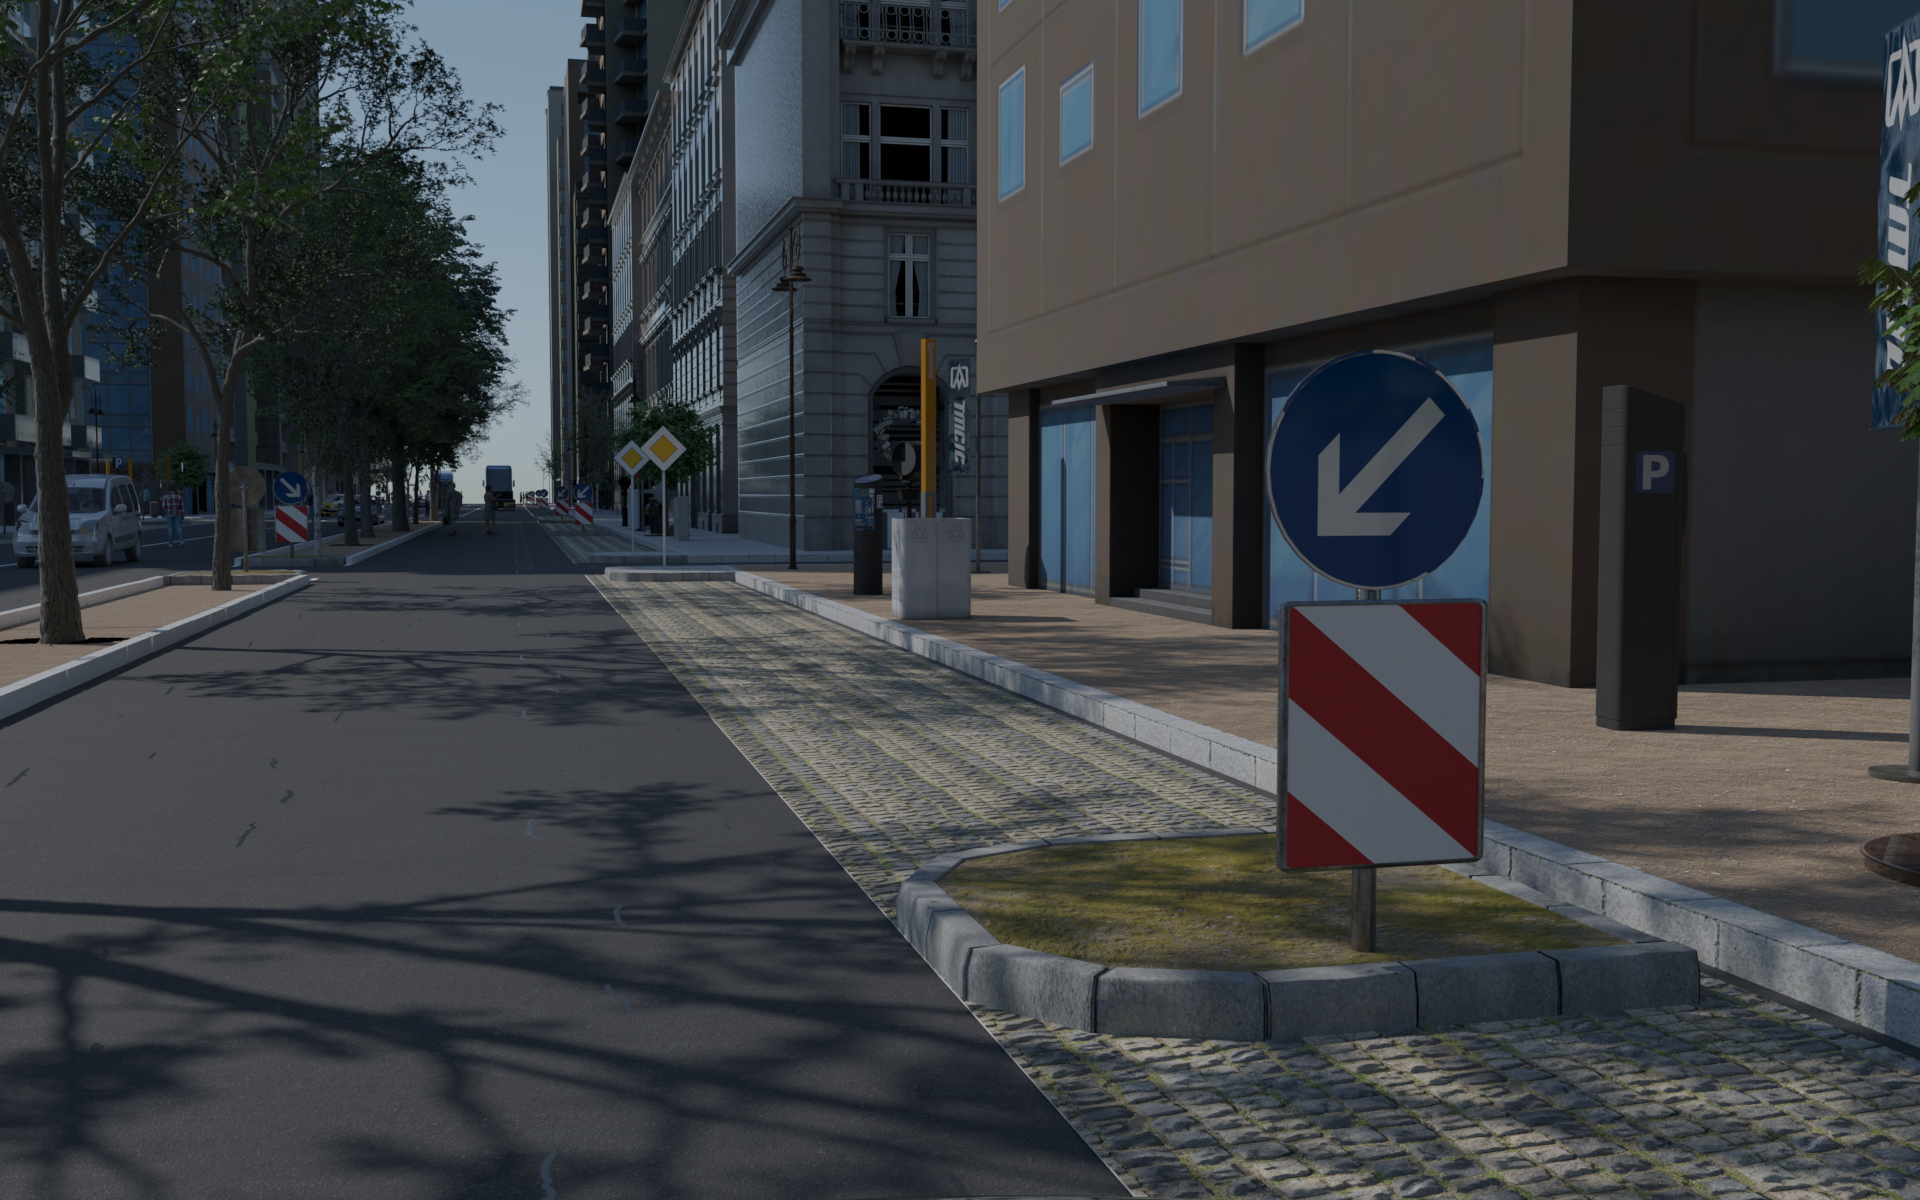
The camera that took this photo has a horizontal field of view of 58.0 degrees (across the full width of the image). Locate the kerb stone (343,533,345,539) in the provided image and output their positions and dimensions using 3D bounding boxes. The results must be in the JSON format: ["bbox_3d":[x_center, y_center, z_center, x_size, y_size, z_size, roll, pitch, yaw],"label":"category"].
[{"bbox_3d":[-19.670,-2.000,54.903,0.120,0.150,1.000,-1,4,-14],"label":"kerb stone"}]

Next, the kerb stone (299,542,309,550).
[{"bbox_3d":[-17.096,-1.393,44.976,0.120,0.150,1.000,-1,4,-14],"label":"kerb stone"}]

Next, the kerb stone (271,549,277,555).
[{"bbox_3d":[-15.562,-1.024,39.005,0.120,0.150,1.000,-1,4,-14],"label":"kerb stone"}]

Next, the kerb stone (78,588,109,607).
[{"bbox_3d":[-11.312,-0.022,22.574,0.120,0.150,1.000,-1,4,-14],"label":"kerb stone"}]

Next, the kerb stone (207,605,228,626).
[{"bbox_3d":[-8.254,0.195,19.113,0.120,0.150,1.000,-1,4,-14],"label":"kerb stone"}]

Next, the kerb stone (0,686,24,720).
[{"bbox_3d":[-6.202,0.674,11.175,0.120,0.150,1.000,-1,4,-14],"label":"kerb stone"}]

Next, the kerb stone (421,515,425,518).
[{"bbox_3d":[-32.704,-5.093,105.488,0.120,0.150,1.000,-1,4,-14],"label":"kerb stone"}]

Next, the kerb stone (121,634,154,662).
[{"bbox_3d":[-7.233,0.432,15.139,0.120,0.150,1.000,-1,4,-14],"label":"kerb stone"}]

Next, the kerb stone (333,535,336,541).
[{"bbox_3d":[-18.891,-1.815,51.929,0.120,0.150,1.000,-1,4,-14],"label":"kerb stone"}]

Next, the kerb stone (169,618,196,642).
[{"bbox_3d":[-7.740,0.310,17.128,0.120,0.150,1.000,-1,4,-14],"label":"kerb stone"}]

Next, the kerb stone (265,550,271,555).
[{"bbox_3d":[-15.307,-0.968,38.015,0.120,0.150,1.000,-1,4,-14],"label":"kerb stone"}]

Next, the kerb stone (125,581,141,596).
[{"bbox_3d":[-11.824,-0.145,24.563,0.120,0.150,1.000,-1,4,-14],"label":"kerb stone"}]

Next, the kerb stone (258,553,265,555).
[{"bbox_3d":[-15.042,-0.906,37.015,0.120,0.150,1.000,-1,4,-14],"label":"kerb stone"}]

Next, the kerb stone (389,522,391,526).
[{"bbox_3d":[-24.782,-3.214,74.751,0.120,0.150,1.000,-1,4,-14],"label":"kerb stone"}]

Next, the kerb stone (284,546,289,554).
[{"bbox_3d":[-16.063,-1.149,40.996,0.120,0.150,1.000,-1,4,-14],"label":"kerb stone"}]

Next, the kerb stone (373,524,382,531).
[{"bbox_3d":[-23.506,-2.911,69.793,0.120,0.150,1.000,-1,4,-14],"label":"kerb stone"}]

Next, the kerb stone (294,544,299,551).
[{"bbox_3d":[-16.583,-1.270,42.985,0.120,0.150,1.000,-1,4,-14],"label":"kerb stone"}]

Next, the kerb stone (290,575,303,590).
[{"bbox_3d":[-10.047,-0.237,26.065,0.120,0.150,1.000,-1,4,-14],"label":"kerb stone"}]

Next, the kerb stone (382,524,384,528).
[{"bbox_3d":[-23.760,-2.965,70.784,0.120,0.150,1.000,-1,4,-14],"label":"kerb stone"}]

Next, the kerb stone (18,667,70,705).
[{"bbox_3d":[-6.464,0.614,12.164,0.120,0.150,1.000,-1,4,-14],"label":"kerb stone"}]

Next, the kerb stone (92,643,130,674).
[{"bbox_3d":[-6.976,0.492,14.144,0.120,0.150,1.000,-1,4,-14],"label":"kerb stone"}]

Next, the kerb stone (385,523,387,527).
[{"bbox_3d":[-24.273,-3.093,72.767,0.120,0.150,1.000,-1,4,-14],"label":"kerb stone"}]

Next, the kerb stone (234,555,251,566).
[{"bbox_3d":[-14.533,-0.785,35.026,0.120,0.150,1.000,-1,4,-14],"label":"kerb stone"}]

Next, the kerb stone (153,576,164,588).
[{"bbox_3d":[-12.336,-0.266,26.544,0.120,0.150,1.000,-1,4,-14],"label":"kerb stone"}]

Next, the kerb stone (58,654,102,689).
[{"bbox_3d":[-6.717,0.553,13.154,0.120,0.150,1.000,-1,4,-14],"label":"kerb stone"}]

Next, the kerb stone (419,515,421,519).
[{"bbox_3d":[-30.917,-4.668,98.534,0.120,0.150,1.000,-1,4,-14],"label":"kerb stone"}]

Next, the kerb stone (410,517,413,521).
[{"bbox_3d":[-30.406,-4.544,96.555,0.120,0.150,1.000,-1,4,-14],"label":"kerb stone"}]

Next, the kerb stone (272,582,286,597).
[{"bbox_3d":[-9.540,-0.113,24.077,0.120,0.150,1.000,-1,4,-14],"label":"kerb stone"}]

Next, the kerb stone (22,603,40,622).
[{"bbox_3d":[-10.547,0.159,19.598,0.120,0.150,1.000,-1,4,-14],"label":"kerb stone"}]

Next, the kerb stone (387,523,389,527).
[{"bbox_3d":[-24.531,-3.154,73.761,0.120,0.150,1.000,-1,4,-14],"label":"kerb stone"}]

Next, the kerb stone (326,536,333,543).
[{"bbox_3d":[-18.638,-1.758,50.935,0.120,0.150,1.000,-1,4,-14],"label":"kerb stone"}]

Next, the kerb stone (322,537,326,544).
[{"bbox_3d":[-18.119,-1.633,48.951,0.120,0.150,1.000,-1,4,-14],"label":"kerb stone"}]

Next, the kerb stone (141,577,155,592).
[{"bbox_3d":[-12.080,-0.200,25.553,0.120,0.150,1.000,-1,4,-14],"label":"kerb stone"}]

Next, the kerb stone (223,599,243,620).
[{"bbox_3d":[-8.497,0.128,20.106,0.120,0.150,1.000,-1,4,-14],"label":"kerb stone"}]

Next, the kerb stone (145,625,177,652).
[{"bbox_3d":[-7.483,0.370,16.138,0.120,0.150,1.000,-1,4,-14],"label":"kerb stone"}]

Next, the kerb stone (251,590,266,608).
[{"bbox_3d":[-9.024,0.010,22.090,0.120,0.150,1.000,-1,4,-14],"label":"kerb stone"}]

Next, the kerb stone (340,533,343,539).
[{"bbox_3d":[-19.407,-1.940,53.916,0.120,0.150,1.000,-1,4,-14],"label":"kerb stone"}]

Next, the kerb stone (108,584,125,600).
[{"bbox_3d":[-11.575,-0.084,23.571,0.120,0.150,1.000,-1,4,-14],"label":"kerb stone"}]

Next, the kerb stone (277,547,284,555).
[{"bbox_3d":[-15.810,-1.089,39.998,0.120,0.150,1.000,-1,4,-14],"label":"kerb stone"}]

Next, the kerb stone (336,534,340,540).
[{"bbox_3d":[-19.144,-1.879,52.920,0.120,0.150,1.000,-1,4,-14],"label":"kerb stone"}]

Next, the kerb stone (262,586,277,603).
[{"bbox_3d":[-9.276,-0.055,23.090,0.120,0.150,1.000,-1,4,-14],"label":"kerb stone"}]

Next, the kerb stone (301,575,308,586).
[{"bbox_3d":[-10.303,-0.296,27.054,0.120,0.150,1.000,-1,4,-14],"label":"kerb stone"}]

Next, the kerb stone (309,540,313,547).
[{"bbox_3d":[-17.354,-1.454,45.965,0.120,0.150,1.000,-1,4,-14],"label":"kerb stone"}]

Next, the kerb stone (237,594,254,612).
[{"bbox_3d":[-8.770,0.067,21.099,0.120,0.150,1.000,-1,4,-14],"label":"kerb stone"}]

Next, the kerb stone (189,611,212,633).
[{"bbox_3d":[-7.998,0.255,18.118,0.120,0.150,1.000,-1,4,-14],"label":"kerb stone"}]

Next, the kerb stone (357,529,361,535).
[{"bbox_3d":[-21.705,-2.481,62.846,0.120,0.150,1.000,-1,4,-14],"label":"kerb stone"}]

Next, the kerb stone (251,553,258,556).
[{"bbox_3d":[-14.783,-0.846,36.026,0.120,0.150,1.000,-1,4,-14],"label":"kerb stone"}]

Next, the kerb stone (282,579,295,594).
[{"bbox_3d":[-9.795,-0.175,25.070,0.120,0.150,1.000,-1,4,-14],"label":"kerb stone"}]
